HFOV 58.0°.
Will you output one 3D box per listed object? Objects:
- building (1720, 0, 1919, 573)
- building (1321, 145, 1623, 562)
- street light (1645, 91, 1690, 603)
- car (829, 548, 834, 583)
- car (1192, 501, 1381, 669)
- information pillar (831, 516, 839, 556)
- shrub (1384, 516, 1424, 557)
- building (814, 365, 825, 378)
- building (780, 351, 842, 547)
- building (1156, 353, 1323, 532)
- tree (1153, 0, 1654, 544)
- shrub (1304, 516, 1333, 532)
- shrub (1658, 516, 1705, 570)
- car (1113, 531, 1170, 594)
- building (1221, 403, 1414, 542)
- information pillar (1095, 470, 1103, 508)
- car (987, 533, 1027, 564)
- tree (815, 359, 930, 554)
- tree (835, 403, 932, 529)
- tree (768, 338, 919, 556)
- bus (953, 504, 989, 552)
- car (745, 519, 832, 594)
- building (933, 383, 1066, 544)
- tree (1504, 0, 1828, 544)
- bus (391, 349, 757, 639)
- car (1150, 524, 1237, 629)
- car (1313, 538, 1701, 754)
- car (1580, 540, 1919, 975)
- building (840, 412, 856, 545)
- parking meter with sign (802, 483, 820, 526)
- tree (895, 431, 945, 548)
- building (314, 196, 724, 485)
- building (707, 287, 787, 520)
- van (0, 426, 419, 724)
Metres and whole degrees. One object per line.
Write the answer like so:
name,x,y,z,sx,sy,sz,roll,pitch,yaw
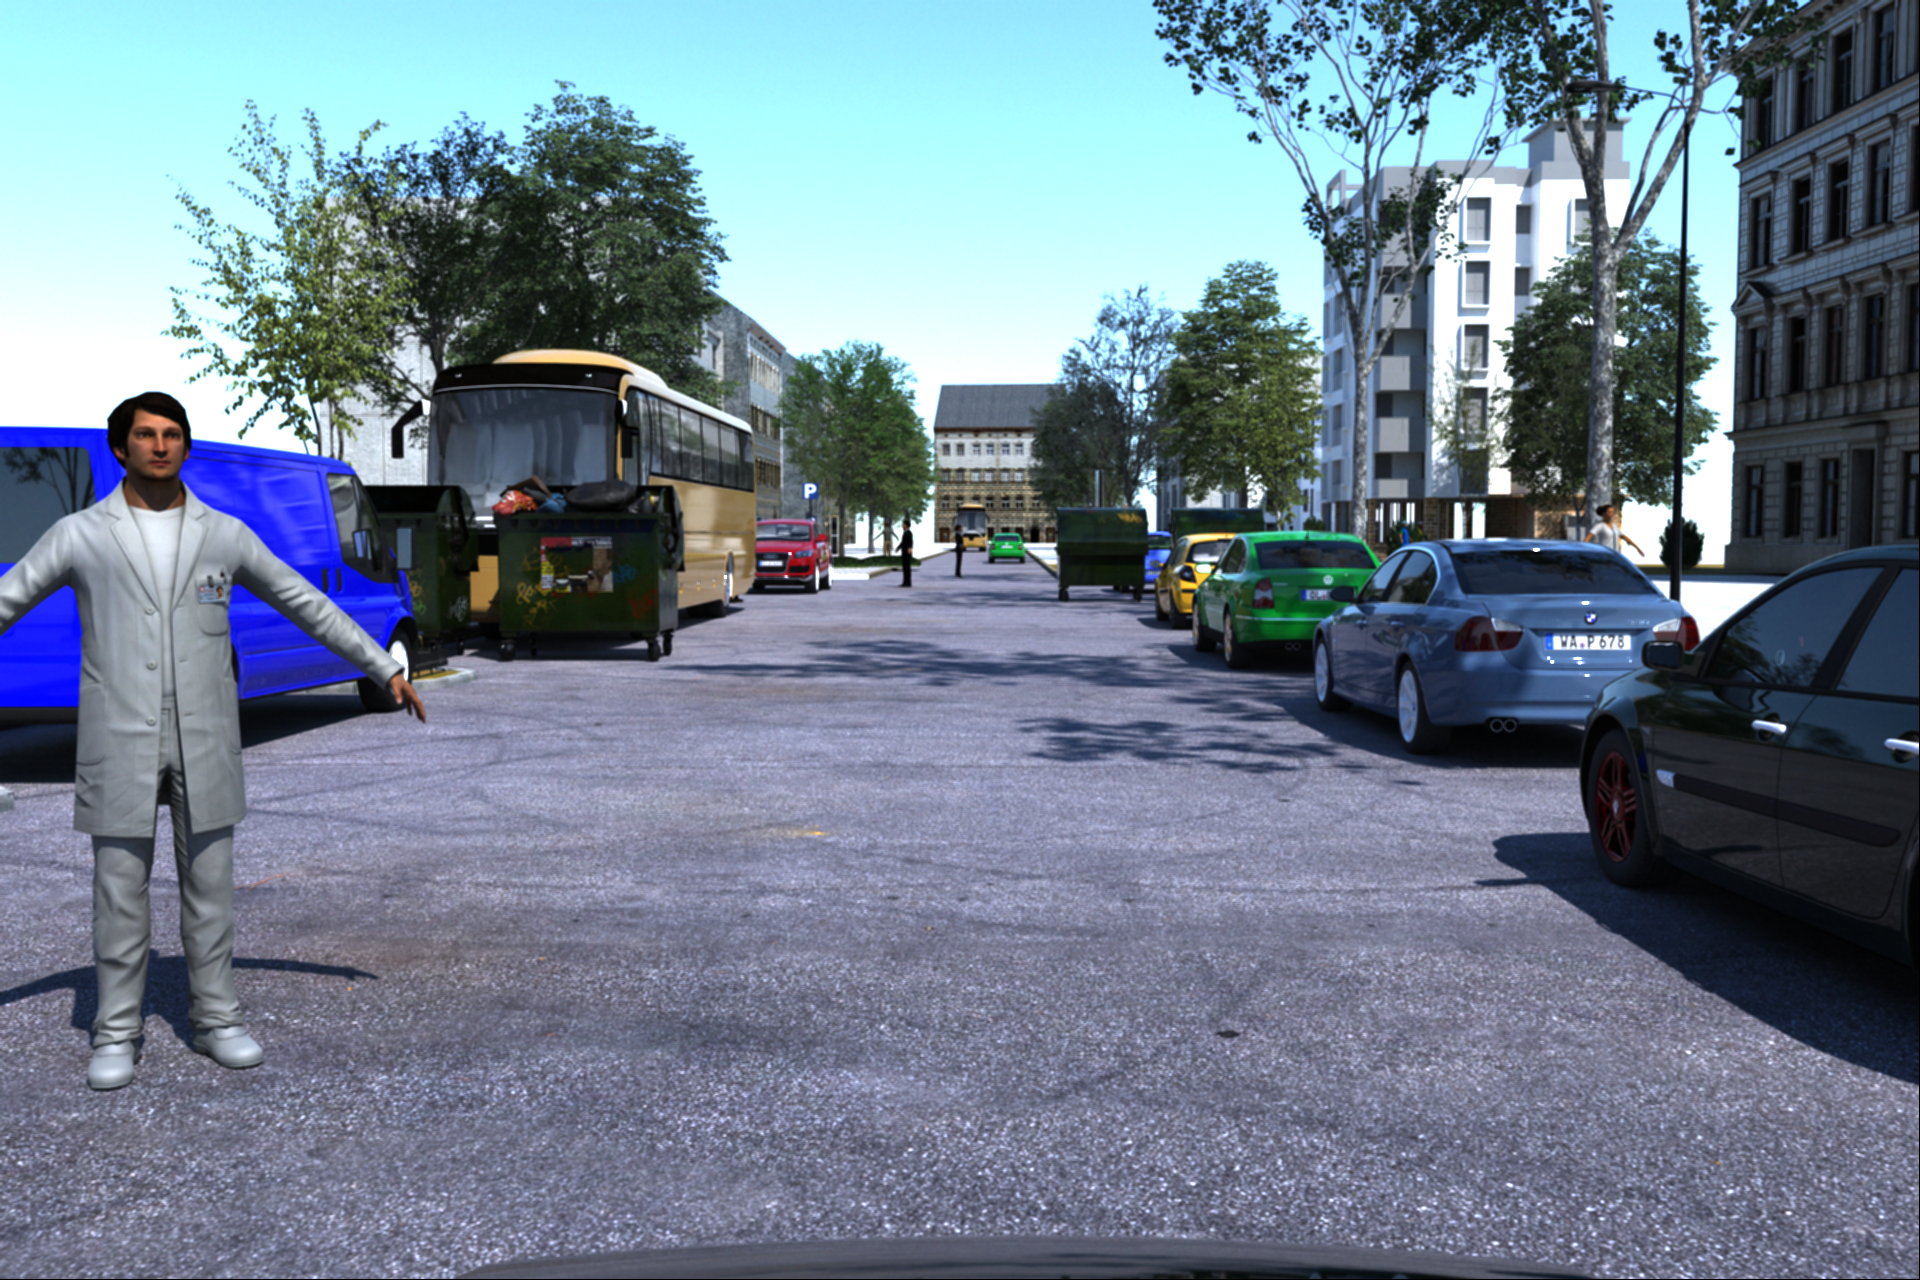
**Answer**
building,29.320,-11.194,46.635,10.561,19.211,19.286,0,4,2
building,24.371,-14.348,91.005,16.016,20.090,11.380,0,4,1
street light,7.971,-2.770,17.835,1.470,5.913,1.316,0,4,1
car,-4.645,-2.315,49.859,2.014,1.417,4.499,0,4,1
car,3.738,-0.670,19.757,1.959,1.807,4.718,0,4,0
information pillar,-5.131,-4.066,70.978,0.304,2.012,0.304,0,4,2
shrub,18.333,-4.103,71.500,1.690,2.028,1.600,0,3,0
building,-21.224,-20.680,194.542,16.016,20.090,11.380,0,4,1
building,-22.460,-21.363,180.212,19.493,23.208,18.063,0,4,2
building,30.025,-19.053,177.971,16.747,18.905,31.486,0,4,1
tree,11.834,-11.538,44.530,12.611,20.169,13.585,0,3,0
shrub,13.496,-3.776,66.154,1.690,2.028,1.600,0,3,0
shrub,25.996,-3.548,62.435,1.690,2.028,1.600,0,3,0
car,4.718,-2.045,43.026,1.945,1.707,3.694,0,4,1
building,24.171,-10.865,119.784,9.099,9.664,28.070,0,4,2
information pillar,5.144,-4.452,64.105,0.184,3.620,1.656,0,4,0
car,2.322,-4.690,85.480,1.959,1.807,4.718,0,4,2
tree,-5.734,-11.849,111.854,7.486,12.596,7.792,0,3,0
tree,-5.611,-12.403,128.549,9.928,11.665,9.643,0,3,0
tree,-6.072,-10.091,90.747,9.928,11.665,9.643,0,3,0
bus,1.007,-9.313,143.820,2.896,3.916,12.252,0,4,1
car,-4.380,-2.113,43.223,2.281,1.827,5.304,0,4,1
building,6.270,-25.594,251.840,18.063,23.208,19.493,0,4,6
tree,11.086,-10.394,25.829,12.611,20.169,13.585,0,3,0
bus,-5.251,-2.158,26.836,2.896,3.916,12.252,0,4,1
car,4.057,-1.052,27.431,2.015,1.641,3.980,0,4,2
car,3.787,-0.034,12.558,2.014,1.417,4.499,0,4,0
car,3.507,0.242,5.831,2.009,1.686,4.222,0,4,0
building,-23.050,-23.645,217.523,19.493,23.208,18.063,0,4,1
parking meter with sign,-5.081,-3.900,60.019,0.543,3.016,1.738,0,4,2
tree,-4.886,-14.360,160.549,9.928,11.665,9.643,0,3,0
building,-25.250,-14.702,106.841,16.747,18.905,31.486,0,4,1
building,-24.004,-18.423,132.148,19.493,23.208,18.063,0,4,1
van,-5.494,-0.481,12.242,2.240,2.365,5.245,0,4,1
